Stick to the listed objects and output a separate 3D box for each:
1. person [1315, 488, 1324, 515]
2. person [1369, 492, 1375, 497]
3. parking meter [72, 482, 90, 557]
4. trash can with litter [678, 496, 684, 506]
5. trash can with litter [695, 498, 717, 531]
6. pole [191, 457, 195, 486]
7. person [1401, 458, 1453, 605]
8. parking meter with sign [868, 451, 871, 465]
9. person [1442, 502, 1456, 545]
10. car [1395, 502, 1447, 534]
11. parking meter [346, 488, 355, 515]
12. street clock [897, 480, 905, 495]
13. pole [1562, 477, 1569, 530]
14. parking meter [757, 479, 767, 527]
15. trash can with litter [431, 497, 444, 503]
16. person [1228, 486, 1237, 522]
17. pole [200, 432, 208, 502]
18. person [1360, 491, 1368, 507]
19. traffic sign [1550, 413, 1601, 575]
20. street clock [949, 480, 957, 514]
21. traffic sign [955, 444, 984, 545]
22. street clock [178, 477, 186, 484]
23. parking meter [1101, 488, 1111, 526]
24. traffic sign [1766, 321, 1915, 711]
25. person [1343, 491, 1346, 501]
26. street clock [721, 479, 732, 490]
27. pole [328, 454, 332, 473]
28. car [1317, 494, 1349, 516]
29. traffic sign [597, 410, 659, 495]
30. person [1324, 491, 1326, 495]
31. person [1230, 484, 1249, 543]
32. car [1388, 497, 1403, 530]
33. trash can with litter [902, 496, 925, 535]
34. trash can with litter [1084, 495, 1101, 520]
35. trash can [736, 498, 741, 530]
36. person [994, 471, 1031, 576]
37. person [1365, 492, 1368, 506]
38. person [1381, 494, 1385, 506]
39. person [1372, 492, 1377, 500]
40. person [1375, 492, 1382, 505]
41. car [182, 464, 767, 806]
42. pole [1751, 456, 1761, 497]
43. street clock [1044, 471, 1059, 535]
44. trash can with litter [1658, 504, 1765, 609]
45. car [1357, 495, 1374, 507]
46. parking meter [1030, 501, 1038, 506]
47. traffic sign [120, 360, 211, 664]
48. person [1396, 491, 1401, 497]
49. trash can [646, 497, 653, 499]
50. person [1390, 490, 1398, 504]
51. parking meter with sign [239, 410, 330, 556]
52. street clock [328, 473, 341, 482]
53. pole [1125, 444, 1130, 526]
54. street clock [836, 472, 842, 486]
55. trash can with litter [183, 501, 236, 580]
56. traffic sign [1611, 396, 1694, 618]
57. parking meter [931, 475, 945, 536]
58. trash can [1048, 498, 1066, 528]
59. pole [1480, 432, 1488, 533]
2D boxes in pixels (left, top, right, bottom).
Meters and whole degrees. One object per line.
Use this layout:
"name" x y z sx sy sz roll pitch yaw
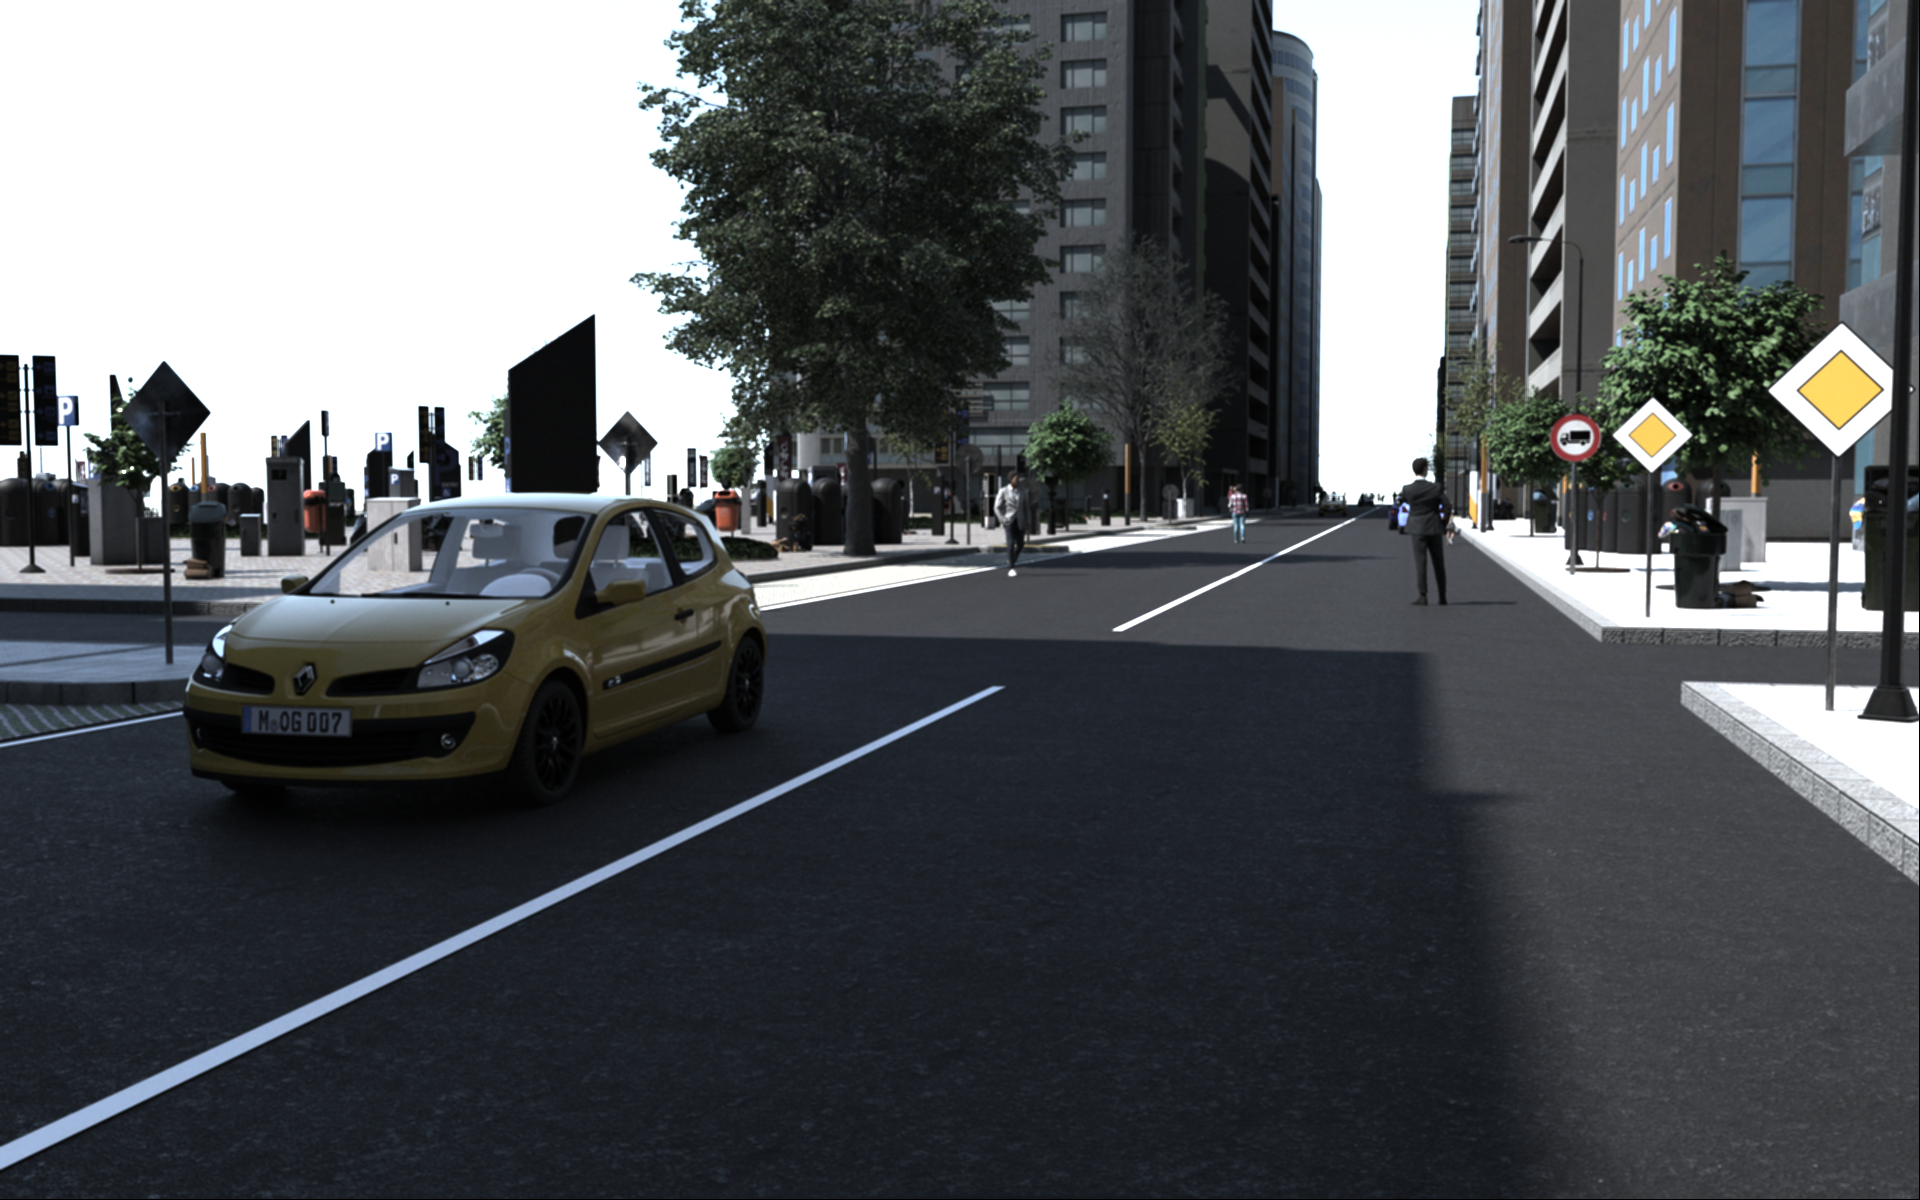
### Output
"person" 24.474 -6.669 117.548 0.705 1.822 1.348 3 5 41
"person" 51.674 -12.739 217.504 1.217 1.743 0.721 -2 4 -24
"parking meter" -18.067 -1.662 35.580 0.372 1.533 0.369 0 3 0
"trash can with litter" -13.170 -4.224 80.121 2.233 1.210 1.678 3 4 37
"trash can with litter" -6.469 -1.961 43.443 0.624 1.170 1.055 2 4 35
"pole" -41.888 -6.165 94.644 0.158 3.312 0.155 0 3 0
"person" 6.023 -0.891 22.437 0.648 1.900 0.474 0 4 3
"parking meter with sign" -4.243 -4.606 71.577 0.543 3.016 1.738 -1 4 -23
"person" 13.739 -2.160 48.825 0.382 1.210 0.505 -3 4 -37
"car" 16.818 -3.263 62.938 1.945 1.707 3.694 1 4 14
"parking meter" -26.011 -4.005 73.900 0.372 1.533 0.369 0 3 0
"street clock" -3.056 -5.108 88.091 0.471 2.002 0.358 0 4 -8
"pole" 21.908 -4.205 62.591 0.158 3.312 0.155 0 3 0
"parking meter" -7.759 -3.797 67.785 0.255 1.863 0.399 -2 4 -33
"trash can with litter" -18.523 -3.111 62.257 0.624 1.170 1.055 2 4 24
"person" 13.715 -4.792 86.827 0.580 1.828 0.573 2 4 28
"pole" -24.864 -3.863 56.995 0.158 3.312 0.155 0 3 0
"person" 44.816 -11.197 192.104 0.750 1.759 0.617 -1 4 -15
"traffic sign" 9.689 -1.665 27.330 0.768 2.556 0.104 1 4 16
"street clock" -0.395 -5.261 90.594 0.471 2.002 0.358 -2 4 -31
"traffic sign" 0.217 -2.675 43.850 0.768 2.556 0.104 1 4 17
"street clock" -33.468 -4.278 74.520 0.358 2.002 0.471 -1 4 -10
"parking meter" 5.912 -3.779 70.198 0.372 1.533 0.369 0 3 0
"traffic sign" 5.138 -0.400 10.178 0.795 2.450 0.064 1 4 14
"person" 41.106 -10.779 185.517 0.721 1.735 1.217 0 4 7
"street clock" -11.287 -4.841 83.713 0.471 2.002 0.358 -2 4 -35
"pole" -32.414 -5.832 89.202 0.158 3.312 0.155 0 3 0
"car" 24.456 -6.315 113.481 2.015 1.641 3.980 1 4 15
"traffic sign" -3.991 -1.049 20.793 0.795 2.450 0.064 1 4 14
"person" 39.474 -10.907 187.376 0.434 1.755 0.990 2 4 31
"person" 8.206 -2.543 50.915 0.563 1.720 0.643 1 4 19
"car" 18.409 -3.545 70.538 1.945 1.354 3.894 1 4 16
"trash can with litter" -1.955 -2.691 55.059 1.678 1.210 2.233 1 4 13
"trash can with litter" 6.716 -4.718 88.196 1.678 1.210 2.233 1 4 16
"trash can" -8.067 -3.129 62.817 0.748 1.137 0.748 0 3 0
"person" 0.906 -1.353 30.475 0.661 1.843 0.795 -1 4 -20
"person" 50.537 -12.605 215.307 1.217 1.735 0.721 2 4 27
"person" 51.600 -12.200 211.161 0.799 1.438 0.628 3 5 45
"person" 58.301 -14.383 244.180 0.721 1.766 1.217 -3 5 -41
"person" 57.294 -13.918 236.845 1.217 1.735 0.721 3 4 36
"car" -2.403 0.055 9.320 2.015 1.641 3.980 1 4 13
"pole" 19.569 -2.980 42.561 0.158 3.312 0.155 0 3 0
"street clock" 2.889 -3.061 54.620 0.358 2.002 0.471 -2 4 -33
"trash can with litter" 8.487 -0.499 19.541 1.055 1.170 0.624 -1 4 -17
"car" 46.874 -11.464 200.016 1.945 1.354 3.894 1 4 16
"parking meter" 2.809 -3.568 66.747 0.372 1.533 0.369 0 3 0
"traffic sign" -5.987 -0.576 13.061 0.795 2.450 0.064 1 4 14
"person" 50.871 -11.725 200.140 1.348 1.831 0.705 0 4 -4
"trash can" -15.290 -4.440 84.242 0.748 1.137 0.748 0 3 0
"person" 49.220 -11.507 196.275 0.705 1.869 1.348 -3 4 -37
"parking meter with sign" -13.968 -2.419 35.818 1.738 3.016 0.543 -1 4 -11
"street clock" -21.074 -3.286 58.299 0.358 2.002 0.471 2 4 24
"pole" 6.832 -4.686 70.466 0.158 3.312 0.155 0 3 0
"street clock" -4.121 -3.237 57.499 0.358 2.002 0.471 1 4 19
"trash can with litter" -11.434 -0.914 26.335 0.624 1.170 1.055 -1 4 -12
"traffic sign" 7.135 -0.873 17.910 0.795 2.450 0.064 1 4 14
"parking meter" -0.691 -2.922 53.479 0.399 1.863 0.255 1 4 13
"trash can" 3.677 -3.276 65.215 0.748 1.137 0.748 0 3 0
"pole" 17.307 -3.874 57.189 0.158 3.312 0.155 0 3 0
